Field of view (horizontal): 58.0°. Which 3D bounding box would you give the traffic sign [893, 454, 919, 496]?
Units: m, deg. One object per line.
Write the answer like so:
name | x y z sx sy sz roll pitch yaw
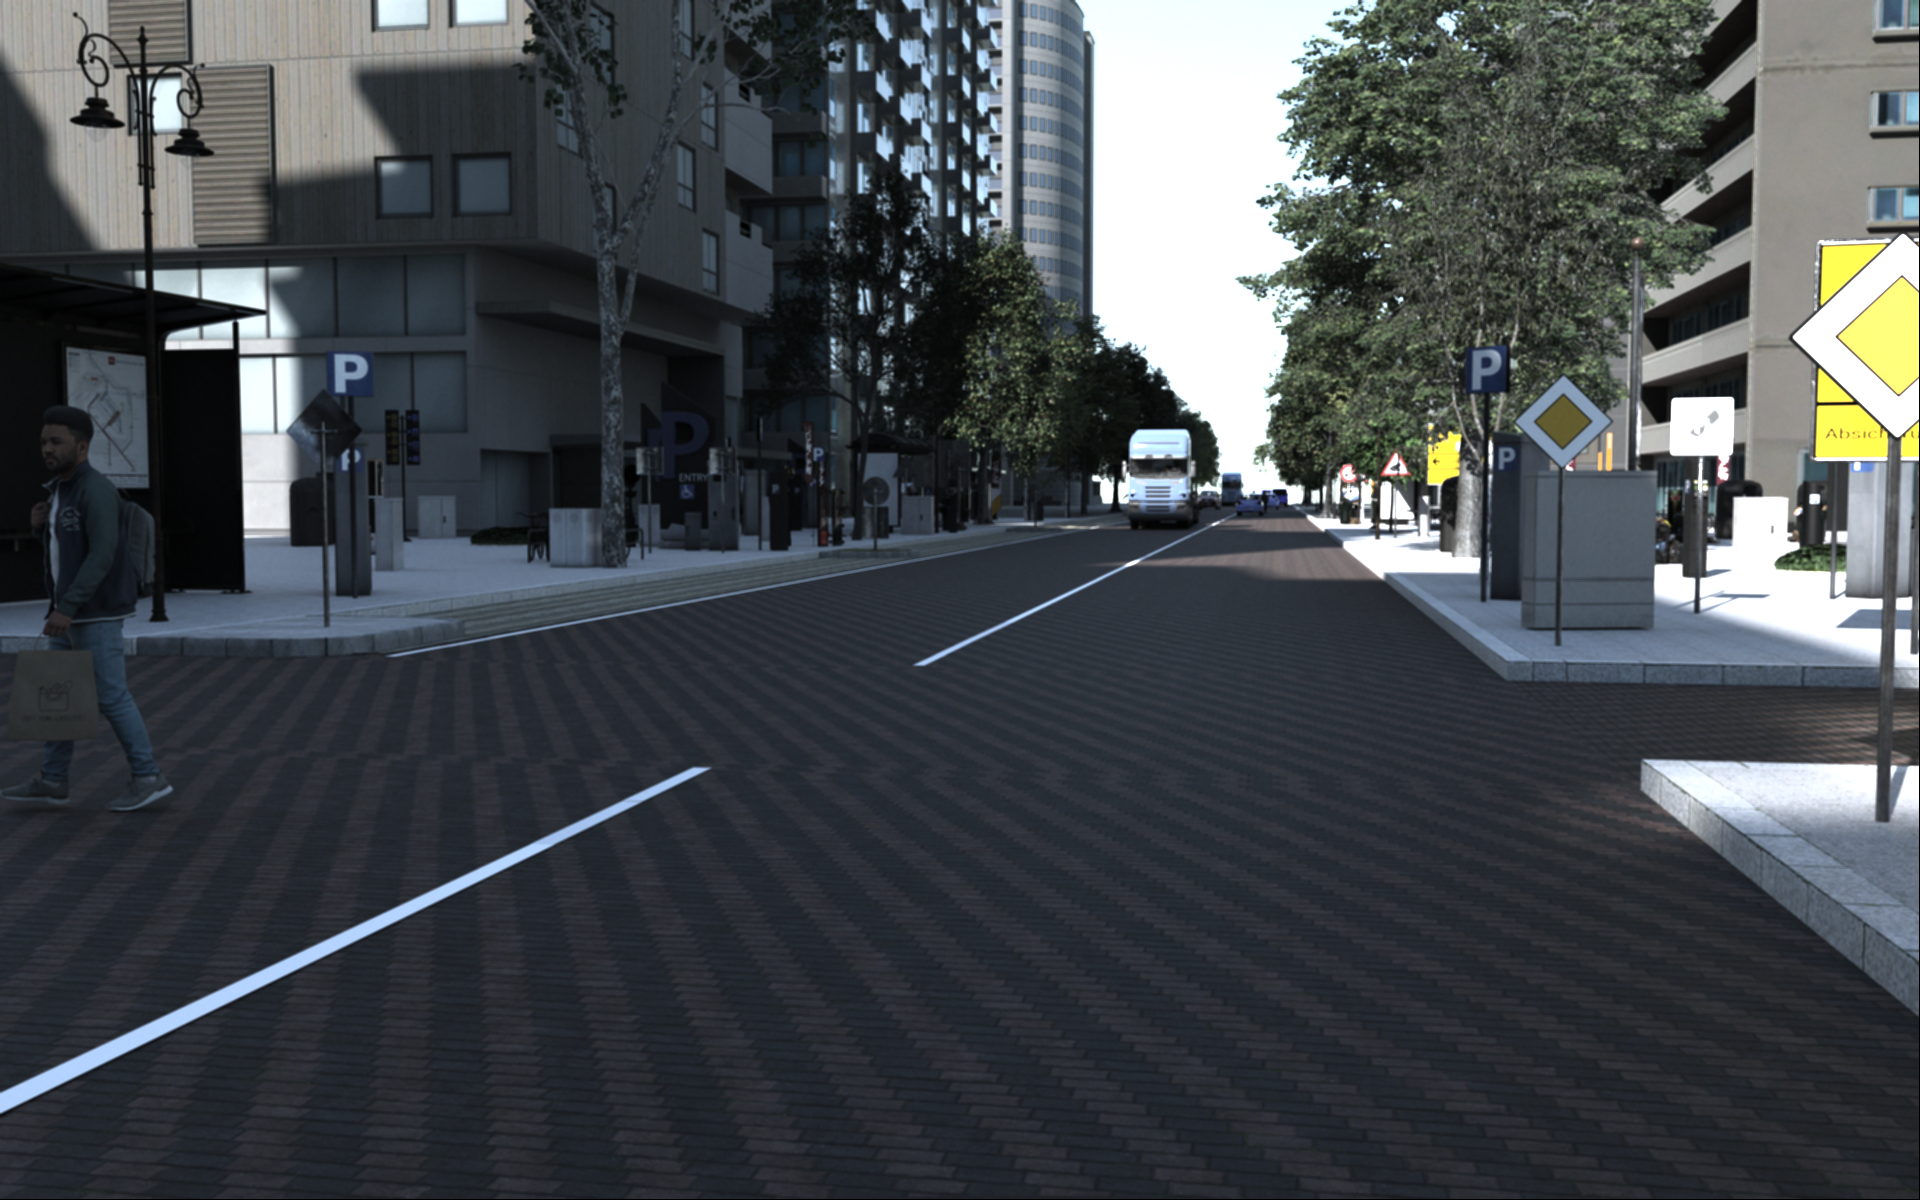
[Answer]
traffic sign | -1.747 -3.415 55.838 0.884 2.594 0.081 1 4 13

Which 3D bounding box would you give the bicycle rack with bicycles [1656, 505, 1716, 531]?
bicycle rack with bicycles | 24.410 -2.788 58.959 2.852 0.926 2.925 -2 4 -28

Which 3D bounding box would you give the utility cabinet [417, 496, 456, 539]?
utility cabinet | -15.014 -2.358 49.714 1.020 1.237 0.306 -2 4 -24

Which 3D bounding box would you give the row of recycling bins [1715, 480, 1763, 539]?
row of recycling bins | 22.752 -2.662 50.643 1.069 1.692 3.534 2 4 32

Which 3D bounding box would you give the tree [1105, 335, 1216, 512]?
tree | 11.345 -12.705 124.739 9.611 12.733 9.660 0 3 0

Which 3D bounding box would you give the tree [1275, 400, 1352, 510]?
tree | 30.027 -13.806 143.853 7.486 12.596 7.792 0 3 0

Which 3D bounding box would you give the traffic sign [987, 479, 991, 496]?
traffic sign | 1.377 -5.368 87.865 0.768 2.556 0.104 1 4 13

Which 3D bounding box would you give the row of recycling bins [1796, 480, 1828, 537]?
row of recycling bins | 26.347 -2.825 53.302 1.069 1.692 3.534 1 4 20

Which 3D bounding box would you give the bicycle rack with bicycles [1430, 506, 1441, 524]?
bicycle rack with bicycles | 21.393 -3.740 74.530 2.925 0.926 2.852 1 4 23

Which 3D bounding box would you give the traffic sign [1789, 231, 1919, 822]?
traffic sign | 3.613 -0.189 6.725 0.795 2.450 0.064 1 4 10

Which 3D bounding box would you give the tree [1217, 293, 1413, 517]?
tree | 20.454 -10.899 95.212 9.611 12.733 9.660 0 3 0

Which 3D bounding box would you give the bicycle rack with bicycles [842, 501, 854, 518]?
bicycle rack with bicycles | -5.168 -4.752 91.070 2.925 0.926 2.852 -3 5 -42

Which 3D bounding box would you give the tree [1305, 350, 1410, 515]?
tree | 23.604 -11.031 106.109 9.928 11.665 9.643 0 3 0

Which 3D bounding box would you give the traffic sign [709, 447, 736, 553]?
traffic sign | -5.143 -2.167 37.567 0.606 2.300 0.079 1 4 11

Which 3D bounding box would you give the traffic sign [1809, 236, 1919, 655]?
traffic sign | 7.939 -1.210 13.651 2.265 3.308 0.079 1 4 18

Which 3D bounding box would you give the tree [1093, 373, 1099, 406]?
tree | 5.796 -8.939 96.508 4.737 8.622 4.395 0 3 0

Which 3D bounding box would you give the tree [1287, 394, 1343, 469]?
tree | 27.938 -12.062 131.622 7.601 10.594 8.767 3 5 41

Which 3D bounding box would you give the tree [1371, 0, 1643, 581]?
tree | 7.888 -4.607 25.692 4.360 8.622 3.978 0 3 0

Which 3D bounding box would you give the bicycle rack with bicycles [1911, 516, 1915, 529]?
bicycle rack with bicycles | 29.040 -2.379 52.271 2.852 0.926 2.925 -2 4 -24

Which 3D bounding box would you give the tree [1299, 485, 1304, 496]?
tree | 47.689 -17.667 239.214 4.737 8.622 4.395 0 3 0

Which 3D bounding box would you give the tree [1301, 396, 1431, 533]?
tree | 14.298 -4.507 57.409 4.285 4.588 4.351 0 3 0

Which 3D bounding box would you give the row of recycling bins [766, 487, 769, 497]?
row of recycling bins | -11.164 -5.221 92.483 1.069 1.692 3.534 1 4 20

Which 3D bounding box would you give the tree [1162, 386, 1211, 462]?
tree | 21.505 -16.735 183.990 12.009 13.543 11.850 0 3 0

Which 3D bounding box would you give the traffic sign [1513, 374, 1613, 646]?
traffic sign | 5.054 -0.669 14.580 0.795 2.450 0.064 1 4 10

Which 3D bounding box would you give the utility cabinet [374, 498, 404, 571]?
utility cabinet | -9.643 -1.106 29.247 0.306 1.237 1.020 0 4 -8

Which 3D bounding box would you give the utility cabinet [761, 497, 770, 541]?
utility cabinet | -5.238 -2.217 47.406 0.306 1.237 1.020 0 4 2

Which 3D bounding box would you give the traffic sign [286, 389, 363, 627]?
traffic sign | -6.101 -0.795 16.640 0.795 2.450 0.064 1 4 10

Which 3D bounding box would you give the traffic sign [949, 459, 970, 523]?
traffic sign | -0.028 -3.795 62.149 0.768 2.556 0.104 1 4 11

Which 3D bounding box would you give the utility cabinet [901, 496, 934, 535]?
utility cabinet | -1.334 -2.652 54.518 1.020 1.237 0.306 1 4 22

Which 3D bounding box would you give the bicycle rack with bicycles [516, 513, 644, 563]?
bicycle rack with bicycles | -7.277 -1.200 32.999 2.852 0.926 2.925 0 4 2

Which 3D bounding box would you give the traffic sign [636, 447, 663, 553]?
traffic sign | -6.699 -2.156 37.376 0.606 2.300 0.079 1 4 12

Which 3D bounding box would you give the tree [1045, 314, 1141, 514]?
tree | 7.745 -11.661 108.790 7.486 12.596 7.792 0 3 0

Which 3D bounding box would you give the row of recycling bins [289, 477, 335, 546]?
row of recycling bins | -16.423 -2.260 44.062 1.069 1.692 3.534 -1 4 -16

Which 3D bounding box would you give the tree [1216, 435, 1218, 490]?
tree | 16.290 -14.257 150.110 9.611 12.733 9.660 0 3 0

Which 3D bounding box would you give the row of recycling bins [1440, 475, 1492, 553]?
row of recycling bins | 11.961 -1.962 39.196 3.534 1.692 1.069 -3 5 -44

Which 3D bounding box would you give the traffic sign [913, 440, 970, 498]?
traffic sign | -0.719 -4.373 65.376 2.265 3.308 0.079 1 4 18

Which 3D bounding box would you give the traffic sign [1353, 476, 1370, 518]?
traffic sign | 17.282 -4.588 75.016 0.884 2.594 0.081 1 4 17

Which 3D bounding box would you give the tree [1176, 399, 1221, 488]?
tree | 26.125 -17.675 207.108 7.486 12.596 7.792 0 3 0

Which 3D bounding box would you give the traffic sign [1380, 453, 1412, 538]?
traffic sign | 12.625 -3.068 50.166 0.884 2.594 0.081 1 4 20

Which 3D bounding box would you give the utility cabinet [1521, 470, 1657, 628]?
utility cabinet | 5.959 -0.474 16.432 1.173 1.500 0.318 0 4 -5

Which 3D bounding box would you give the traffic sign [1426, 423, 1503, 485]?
traffic sign | 14.608 -3.426 49.890 2.265 3.308 0.079 1 4 13

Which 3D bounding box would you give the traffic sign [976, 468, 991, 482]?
traffic sign | 1.091 -4.911 80.407 0.768 2.556 0.104 1 4 16

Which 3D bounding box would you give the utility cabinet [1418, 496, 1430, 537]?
utility cabinet | 14.050 -2.526 52.462 0.306 1.237 1.020 1 4 19

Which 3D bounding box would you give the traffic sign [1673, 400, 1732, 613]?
traffic sign | 7.921 -1.004 18.547 0.606 2.300 0.079 1 4 17

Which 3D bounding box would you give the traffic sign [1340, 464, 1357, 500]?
traffic sign | 16.692 -4.541 74.344 0.768 2.556 0.104 1 4 13

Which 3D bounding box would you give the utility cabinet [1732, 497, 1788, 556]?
utility cabinet | 16.559 -1.509 35.842 1.020 1.237 0.306 0 4 -1
